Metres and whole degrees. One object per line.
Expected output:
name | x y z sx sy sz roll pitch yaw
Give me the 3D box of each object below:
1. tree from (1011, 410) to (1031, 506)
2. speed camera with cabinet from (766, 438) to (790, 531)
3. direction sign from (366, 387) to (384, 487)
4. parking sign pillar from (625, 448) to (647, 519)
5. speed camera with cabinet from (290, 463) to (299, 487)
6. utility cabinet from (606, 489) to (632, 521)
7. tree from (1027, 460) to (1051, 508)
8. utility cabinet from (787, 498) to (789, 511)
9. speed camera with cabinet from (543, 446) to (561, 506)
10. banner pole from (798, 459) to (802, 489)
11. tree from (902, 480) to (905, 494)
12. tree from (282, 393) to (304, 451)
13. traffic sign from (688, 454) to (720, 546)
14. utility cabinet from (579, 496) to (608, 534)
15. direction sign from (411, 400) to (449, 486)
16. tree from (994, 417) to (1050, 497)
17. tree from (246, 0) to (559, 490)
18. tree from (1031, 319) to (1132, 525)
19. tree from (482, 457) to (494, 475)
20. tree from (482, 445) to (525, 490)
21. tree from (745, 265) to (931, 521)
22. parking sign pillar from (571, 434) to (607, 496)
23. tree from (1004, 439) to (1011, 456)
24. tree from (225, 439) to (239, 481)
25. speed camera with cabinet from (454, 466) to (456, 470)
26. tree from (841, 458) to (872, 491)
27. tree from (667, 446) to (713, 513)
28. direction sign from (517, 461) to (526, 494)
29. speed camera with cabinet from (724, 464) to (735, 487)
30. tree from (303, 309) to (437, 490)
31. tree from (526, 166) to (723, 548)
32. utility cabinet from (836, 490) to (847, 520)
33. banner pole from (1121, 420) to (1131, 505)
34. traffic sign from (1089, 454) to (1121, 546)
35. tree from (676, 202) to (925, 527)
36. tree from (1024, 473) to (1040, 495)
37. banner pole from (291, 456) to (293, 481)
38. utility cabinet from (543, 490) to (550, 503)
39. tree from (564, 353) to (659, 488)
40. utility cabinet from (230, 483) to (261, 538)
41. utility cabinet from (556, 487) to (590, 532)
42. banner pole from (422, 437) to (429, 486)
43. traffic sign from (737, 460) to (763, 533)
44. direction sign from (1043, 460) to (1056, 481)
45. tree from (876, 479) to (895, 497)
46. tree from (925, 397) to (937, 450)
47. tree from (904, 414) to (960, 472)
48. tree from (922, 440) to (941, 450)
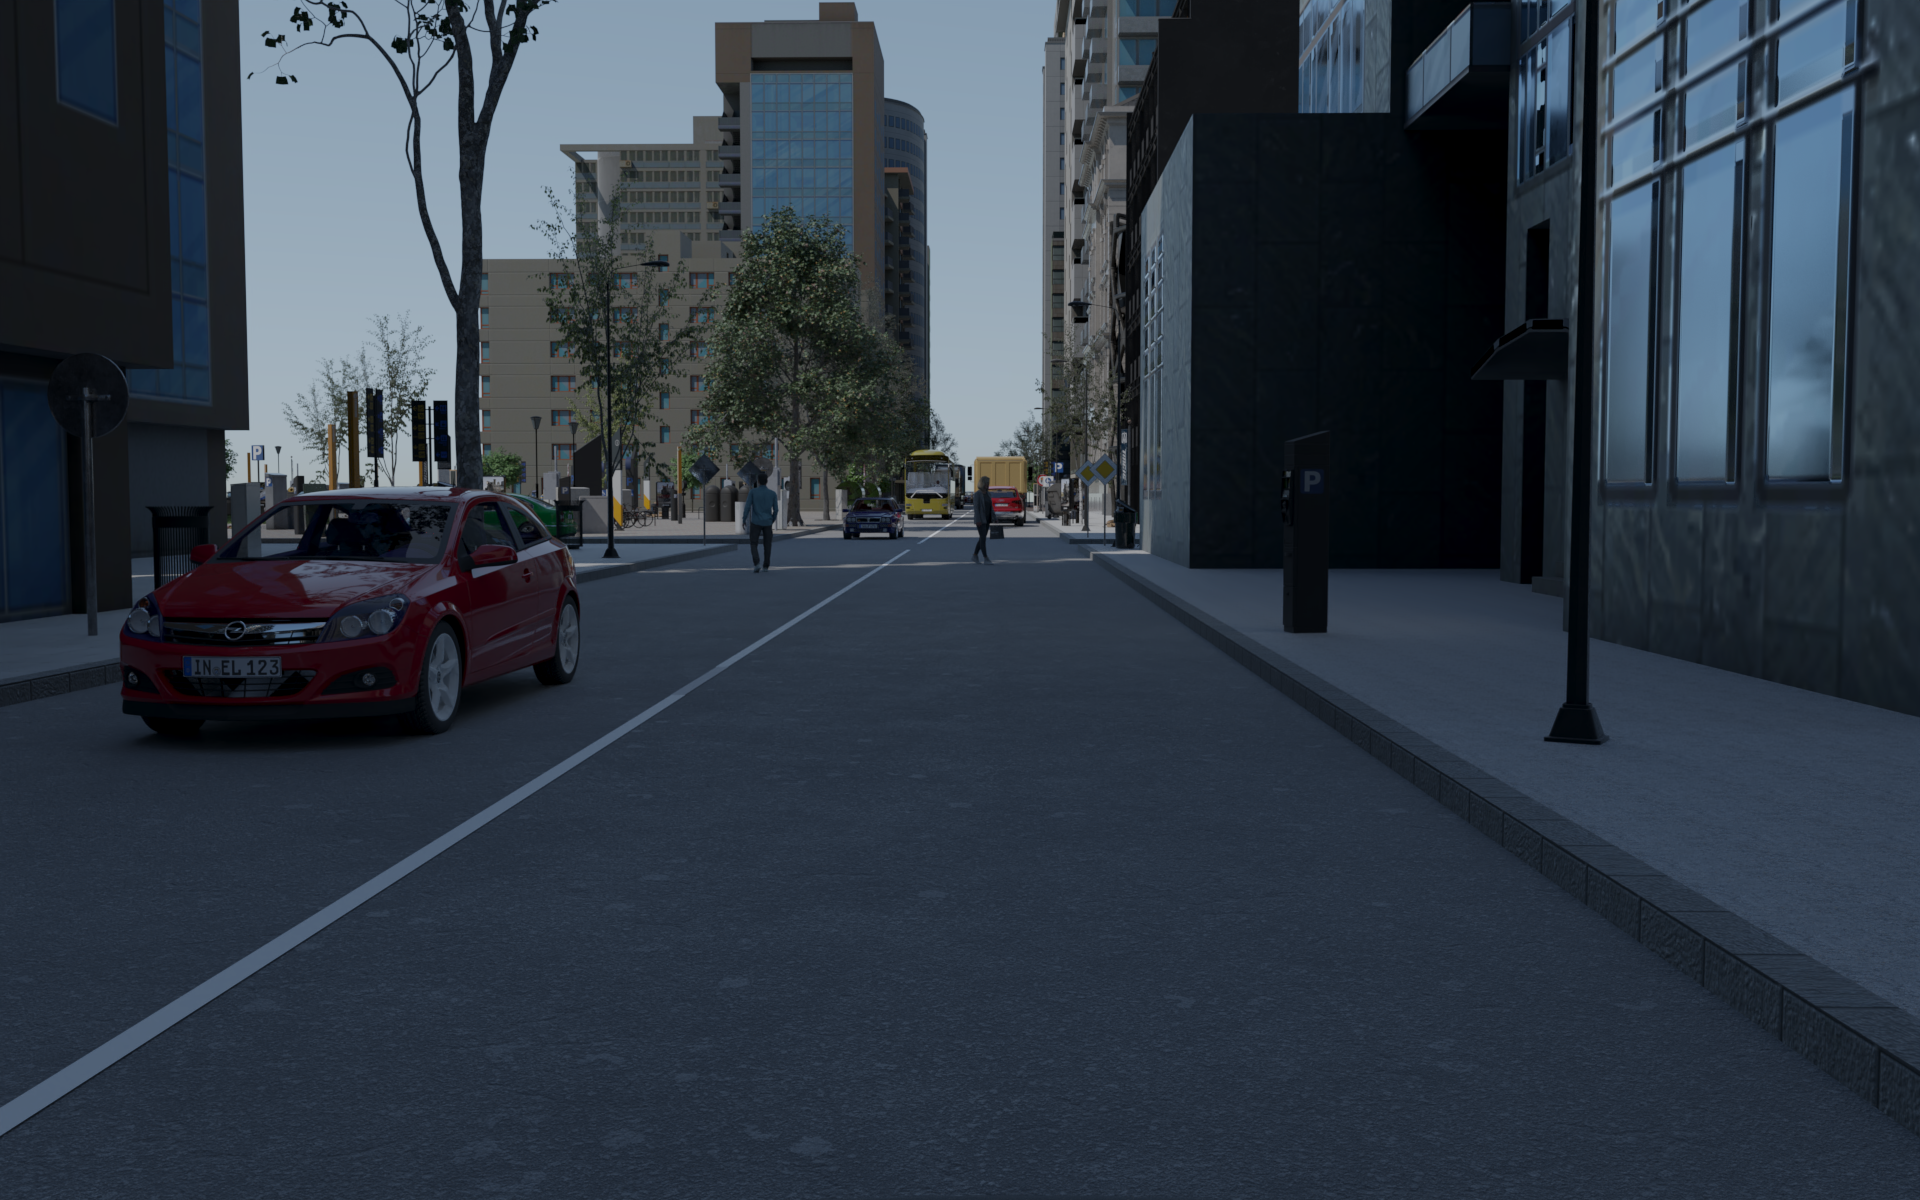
tree | 6.727 -11.841 143.965 4.360 8.622 3.978 0 3 0
speed camera with cabinet | -6.605 -4.118 61.661 0.660 3.252 2.038 0 4 3
direction sign | -12.573 -2.770 37.289 0.379 3.537 0.876 0 4 3
parking sign pillar | -16.968 -6.184 89.576 1.447 3.967 1.447 0 4 -1
speed camera with cabinet | -43.321 -7.158 111.368 2.038 3.252 0.660 0 4 3
utility cabinet | -16.203 -4.506 82.344 1.173 1.500 0.318 -3 4 -39
tree | 7.019 -10.918 162.222 4.285 4.588 4.351 0 3 0
utility cabinet | -9.622 -5.292 97.689 1.020 1.237 0.306 -2 4 -27
speed camera with cabinet | -16.848 -4.763 72.218 0.660 3.252 2.038 0 4 1
banner pole | -10.028 -7.158 107.050 0.401 3.779 0.863 2 4 34
tree | -5.120 -10.741 170.223 1.663 3.219 1.824 0 3 0
tree | -32.874 -8.574 90.548 4.360 8.622 3.978 0 3 0
traffic sign | -6.359 -2.412 43.083 0.795 2.450 0.064 0 4 1
utility cabinet | -11.780 -2.745 56.038 1.020 1.237 0.306 -1 4 -16
direction sign | -12.796 -3.051 41.876 0.876 3.537 0.379 0 4 0
tree | 7.847 -16.794 208.992 8.767 10.594 7.601 0 4 -6
tree | -6.444 -10.434 26.481 12.611 20.169 13.585 0 3 0
tree | 5.102 -7.458 72.299 4.360 8.622 3.978 0 3 0
tree | -21.429 -5.067 77.454 1.663 3.219 1.824 0 3 0
tree | -31.019 -8.145 116.886 4.285 4.588 4.351 0 3 0
tree | -6.614 -10.593 83.560 12.009 13.543 11.850 0 3 0
parking sign pillar | -16.706 -5.444 77.475 1.447 3.967 1.447 -2 4 -30
tree | 6.856 -14.276 183.769 4.360 8.622 3.978 0 3 0
tree | -35.208 -5.904 80.244 4.285 4.588 4.351 0 3 0
speed camera with cabinet | -35.690 -7.813 122.071 0.660 3.252 2.038 -1 4 -9
tree | -5.803 -6.104 94.399 1.663 3.219 1.824 0 3 0
tree | -18.479 -8.270 118.931 4.285 4.588 4.351 0 3 0
direction sign | -30.370 -7.807 119.634 0.876 3.537 0.379 1 4 15
speed camera with cabinet | -15.280 -7.254 112.946 0.660 3.252 2.038 1 4 16
tree | -22.729 -7.230 68.580 4.360 8.622 3.978 0 3 0
tree | -7.824 -5.450 39.467 4.360 8.622 3.978 0 3 0
utility cabinet | -5.837 -4.697 85.483 0.318 1.500 1.173 -1 4 -18
banner pole | 5.632 -4.200 58.684 0.401 3.779 0.863 -1 4 -21
traffic sign | 3.582 -2.398 42.847 0.795 2.450 0.064 0 4 1
tree | -6.466 -9.254 68.318 9.611 12.733 9.660 0 3 0
tree | 6.758 -10.002 158.135 1.663 3.219 1.824 0 3 0
banner pole | -43.764 -7.557 113.577 0.401 3.779 0.863 -2 4 -28
utility cabinet | -20.090 -4.651 84.729 0.318 1.500 1.173 -2 4 -25
tree | -17.165 -8.304 86.125 4.737 8.622 4.395 0 3 0
utility cabinet | -13.977 -1.542 33.884 0.318 1.500 1.173 -1 4 -10
utility cabinet | -12.831 -2.984 57.463 0.318 1.500 1.173 3 4 38
banner pole | -23.052 -5.198 75.000 0.401 3.779 0.863 1 4 16
traffic sign | -6.186 -2.901 51.067 0.795 2.450 0.064 0 4 1
direction sign | 5.962 -7.550 115.439 0.876 3.537 0.379 -1 4 -22
tree | -5.883 -8.360 131.294 1.663 3.219 1.824 0 3 0
tree | -6.038 -12.378 119.381 9.611 12.733 9.660 0 3 0
tree | -3.321 -16.356 201.824 7.601 10.594 8.767 0 4 5
tree | -3.877 -16.191 215.089 4.360 8.622 3.978 0 3 0
